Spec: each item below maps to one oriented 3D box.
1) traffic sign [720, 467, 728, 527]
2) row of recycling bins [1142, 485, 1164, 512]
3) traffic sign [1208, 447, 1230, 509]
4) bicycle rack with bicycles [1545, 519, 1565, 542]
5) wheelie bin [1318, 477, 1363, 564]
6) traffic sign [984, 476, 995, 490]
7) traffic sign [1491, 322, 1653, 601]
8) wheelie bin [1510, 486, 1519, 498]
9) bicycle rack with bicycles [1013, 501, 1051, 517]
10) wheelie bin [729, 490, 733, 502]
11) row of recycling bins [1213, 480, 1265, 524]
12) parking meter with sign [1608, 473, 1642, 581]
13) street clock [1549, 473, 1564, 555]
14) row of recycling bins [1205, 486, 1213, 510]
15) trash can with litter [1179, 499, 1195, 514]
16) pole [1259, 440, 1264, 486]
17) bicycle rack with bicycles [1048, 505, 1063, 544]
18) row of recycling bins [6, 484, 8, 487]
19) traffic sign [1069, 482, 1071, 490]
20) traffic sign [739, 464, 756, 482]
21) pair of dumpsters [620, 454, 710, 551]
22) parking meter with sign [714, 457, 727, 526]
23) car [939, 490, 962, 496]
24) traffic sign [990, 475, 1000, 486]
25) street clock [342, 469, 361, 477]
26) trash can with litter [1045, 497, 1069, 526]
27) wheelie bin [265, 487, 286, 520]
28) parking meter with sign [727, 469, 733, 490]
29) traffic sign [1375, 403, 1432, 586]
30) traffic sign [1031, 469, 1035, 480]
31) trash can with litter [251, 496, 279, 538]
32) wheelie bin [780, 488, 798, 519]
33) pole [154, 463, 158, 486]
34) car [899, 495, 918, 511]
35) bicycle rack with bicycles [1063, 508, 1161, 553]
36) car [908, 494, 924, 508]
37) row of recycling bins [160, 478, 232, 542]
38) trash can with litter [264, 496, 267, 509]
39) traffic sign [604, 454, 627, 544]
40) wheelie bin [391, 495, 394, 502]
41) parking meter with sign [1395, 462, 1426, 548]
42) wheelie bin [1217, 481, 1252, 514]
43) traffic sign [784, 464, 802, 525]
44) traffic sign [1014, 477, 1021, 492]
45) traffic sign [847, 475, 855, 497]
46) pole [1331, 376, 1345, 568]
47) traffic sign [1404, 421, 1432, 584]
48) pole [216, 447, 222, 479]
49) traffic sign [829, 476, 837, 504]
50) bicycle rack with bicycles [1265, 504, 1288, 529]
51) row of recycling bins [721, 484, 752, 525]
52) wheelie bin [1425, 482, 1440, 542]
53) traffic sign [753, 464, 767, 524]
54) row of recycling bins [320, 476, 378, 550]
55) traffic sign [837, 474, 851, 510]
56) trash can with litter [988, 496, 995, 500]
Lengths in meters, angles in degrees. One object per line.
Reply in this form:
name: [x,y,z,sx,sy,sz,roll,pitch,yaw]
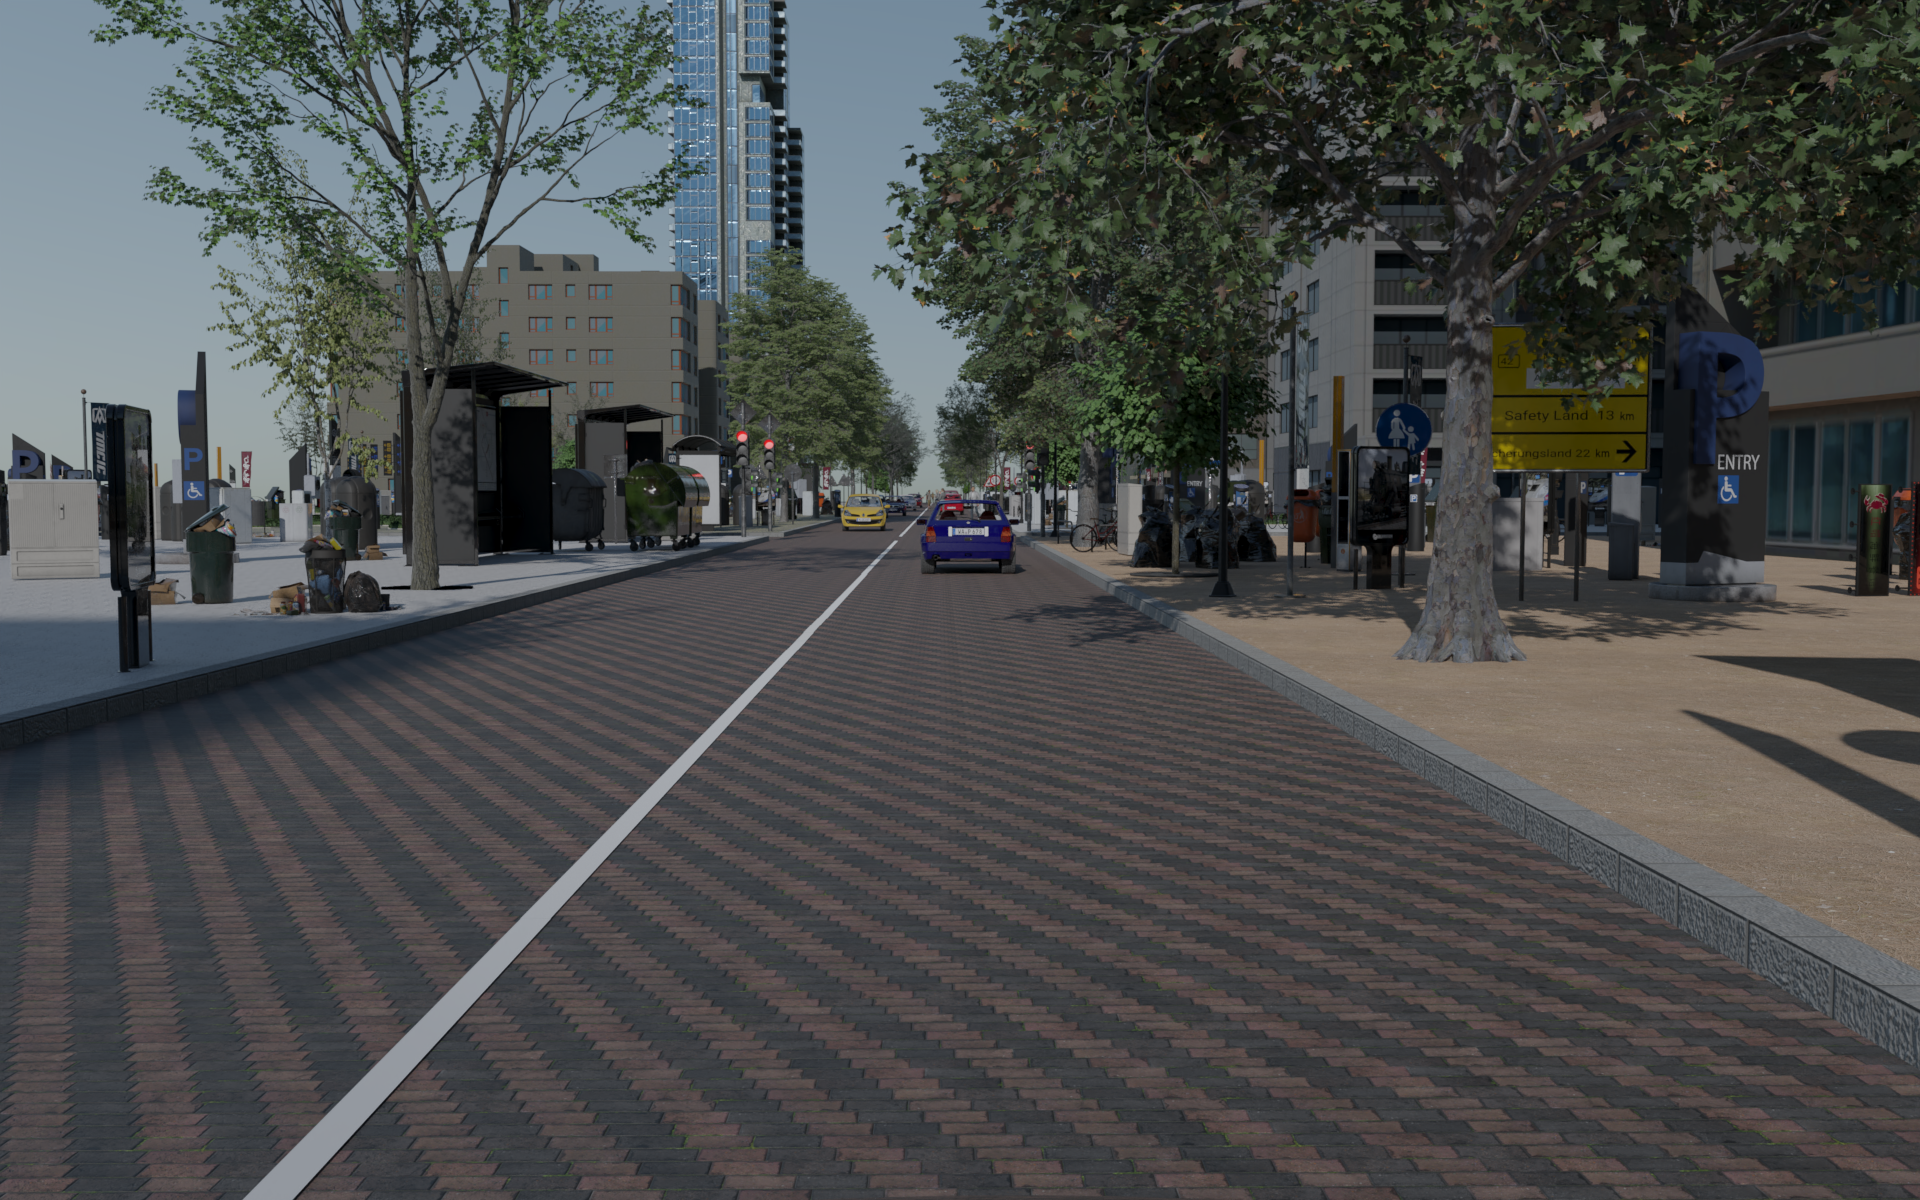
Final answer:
traffic sign: [-9.189,-3.937,66.493,0.606,2.300,0.079,0,4,5]
row of recycling bins: [9.636,-4.488,80.495,3.534,1.692,1.069,-3,5,-40]
traffic sign: [5.110,-2.157,35.366,0.768,2.556,0.104,0,4,6]
bicycle rack with bicycles: [15.218,-2.033,46.616,2.852,0.926,2.925,-2,4,-29]
wheelie bin: [6.996,-1.461,31.791,0.980,1.594,0.693,3,5,43]
traffic sign: [2.116,-7.541,123.291,0.884,2.594,0.081,0,4,3]
traffic sign: [7.057,-1.638,20.653,2.265,3.308,0.079,0,4,4]
wheelie bin: [32.510,-5.658,100.411,0.980,1.594,0.693,-3,4,-37]
bicycle rack with bicycles: [4.037,-5.101,96.791,2.852,0.926,2.925,0,4,4]
wheelie bin: [-16.239,-6.851,119.914,0.980,1.594,0.693,-2,4,-29]
row of recycling bins: [8.264,-2.661,50.627,1.069,1.692,3.534,0,4,0]
parking meter with sign: [10.126,-1.842,26.376,0.543,3.016,1.738,1,4,21]
street clock: [12.550,-1.955,36.541,0.358,2.002,0.471,1,4,12]
row of recycling bins: [15.551,-5.853,102.805,3.534,1.692,1.069,2,4,24]
trash can with litter: [11.014,-4.515,85.208,0.624,1.170,1.055,3,5,40]
pole: [11.405,-4.382,65.492,0.158,3.312,0.155,0,3,0]
bicycle rack with bicycles: [3.631,-1.870,43.958,2.852,0.926,2.925,0,4,-7]
row of recycling bins: [-53.453,-5.563,98.062,1.069,1.692,3.534,2,4,34]
traffic sign: [5.305,-5.098,83.451,0.768,2.556,0.104,0,4,4]
traffic sign: [-8.885,-4.435,72.614,0.768,2.556,0.104,1,4,9]
pair of dumpsters: [-6.907,-2.336,40.685,1.574,2.255,4.437,0,4,-1]
parking meter with sign: [-10.125,-4.430,68.695,0.543,3.016,1.738,2,4,30]
car: [-0.932,-9.804,168.974,2.281,1.827,5.304,0,4,0]
traffic sign: [2.303,-6.885,112.673,0.768,2.556,0.104,0,4,0]
street clock: [-17.608,-2.789,50.174,0.471,2.002,0.358,1,4,13]
trash can with litter: [3.850,-3.618,70.547,1.055,1.170,0.624,-1,4,-22]
wheelie bin: [-28.724,-3.964,72.716,0.693,1.594,0.980,-3,5,-45]
parking meter with sign: [-16.607,-7.680,121.836,0.543,3.016,1.738,1,4,18]
traffic sign: [6.190,-1.476,24.243,0.768,2.556,0.104,1,4,8]
traffic sign: [3.669,-4.920,80.541,0.768,2.556,0.104,0,4,3]
trash can with litter: [-21.269,-2.467,51.393,2.233,1.210,1.678,0,4,-5]
wheelie bin: [-8.702,-4.880,87.702,0.980,1.594,0.693,-3,5,-40]
pole: [-53.218,-7.393,114.717,0.158,3.312,0.155,0,3,0]
car: [-4.725,-8.471,150.866,2.083,1.381,4.827,0,4,-1]
bicycle rack with bicycles: [4.106,-1.546,38.663,2.925,0.926,2.852,1,4,16]
car: [-4.858,-10.604,182.413,2.155,1.783,4.494,0,4,0]
row of recycling bins: [-20.643,-2.425,46.765,1.069,1.692,3.534,-3,5,-44]
trash can with litter: [-40.096,-5.488,101.111,1.055,1.170,0.624,1,4,23]
traffic sign: [-8.846,-2.590,44.475,0.606,2.300,0.079,0,4,4]
wheelie bin: [-27.062,-4.657,84.043,0.980,1.594,0.693,-2,4,-30]
parking meter with sign: [10.786,-2.782,41.751,0.543,3.016,1.738,0,4,-5]
wheelie bin: [6.891,-2.182,43.576,0.980,1.594,0.693,3,5,43]
traffic sign: [-7.005,-4.429,72.528,0.768,2.556,0.104,0,4,6]
traffic sign: [4.124,-7.321,119.806,0.768,2.556,0.104,0,4,4]
traffic sign: [-7.506,-7.129,116.564,0.884,2.594,0.081,0,4,0]
pole: [6.537,-2.210,29.971,0.158,3.312,0.155,0,3,0]
traffic sign: [6.341,-1.508,24.765,0.768,2.556,0.104,0,4,6]
pole: [-31.886,-4.939,74.600,0.158,3.312,0.155,0,3,0]
traffic sign: [-8.902,-7.358,120.314,0.884,2.594,0.081,0,4,4]
bicycle rack with bicycles: [12.400,-3.068,63.548,2.852,0.926,2.925,-1,4,-17]
row of recycling bins: [-10.267,-3.914,71.113,3.534,1.692,1.069,0,4,2]
wheelie bin: [12.749,-2.327,45.952,0.693,1.594,0.980,-1,4,-12]
traffic sign: [-8.650,-4.555,74.482,0.884,2.594,0.081,0,3,0]
row of recycling bins: [-14.573,-2.079,41.103,1.069,1.692,3.534,-2,4,-27]
traffic sign: [-7.283,-6.647,108.683,0.884,2.594,0.081,0,4,5]
trash can with litter: [2.245,-6.009,109.638,1.055,1.170,0.624,3,5,43]
